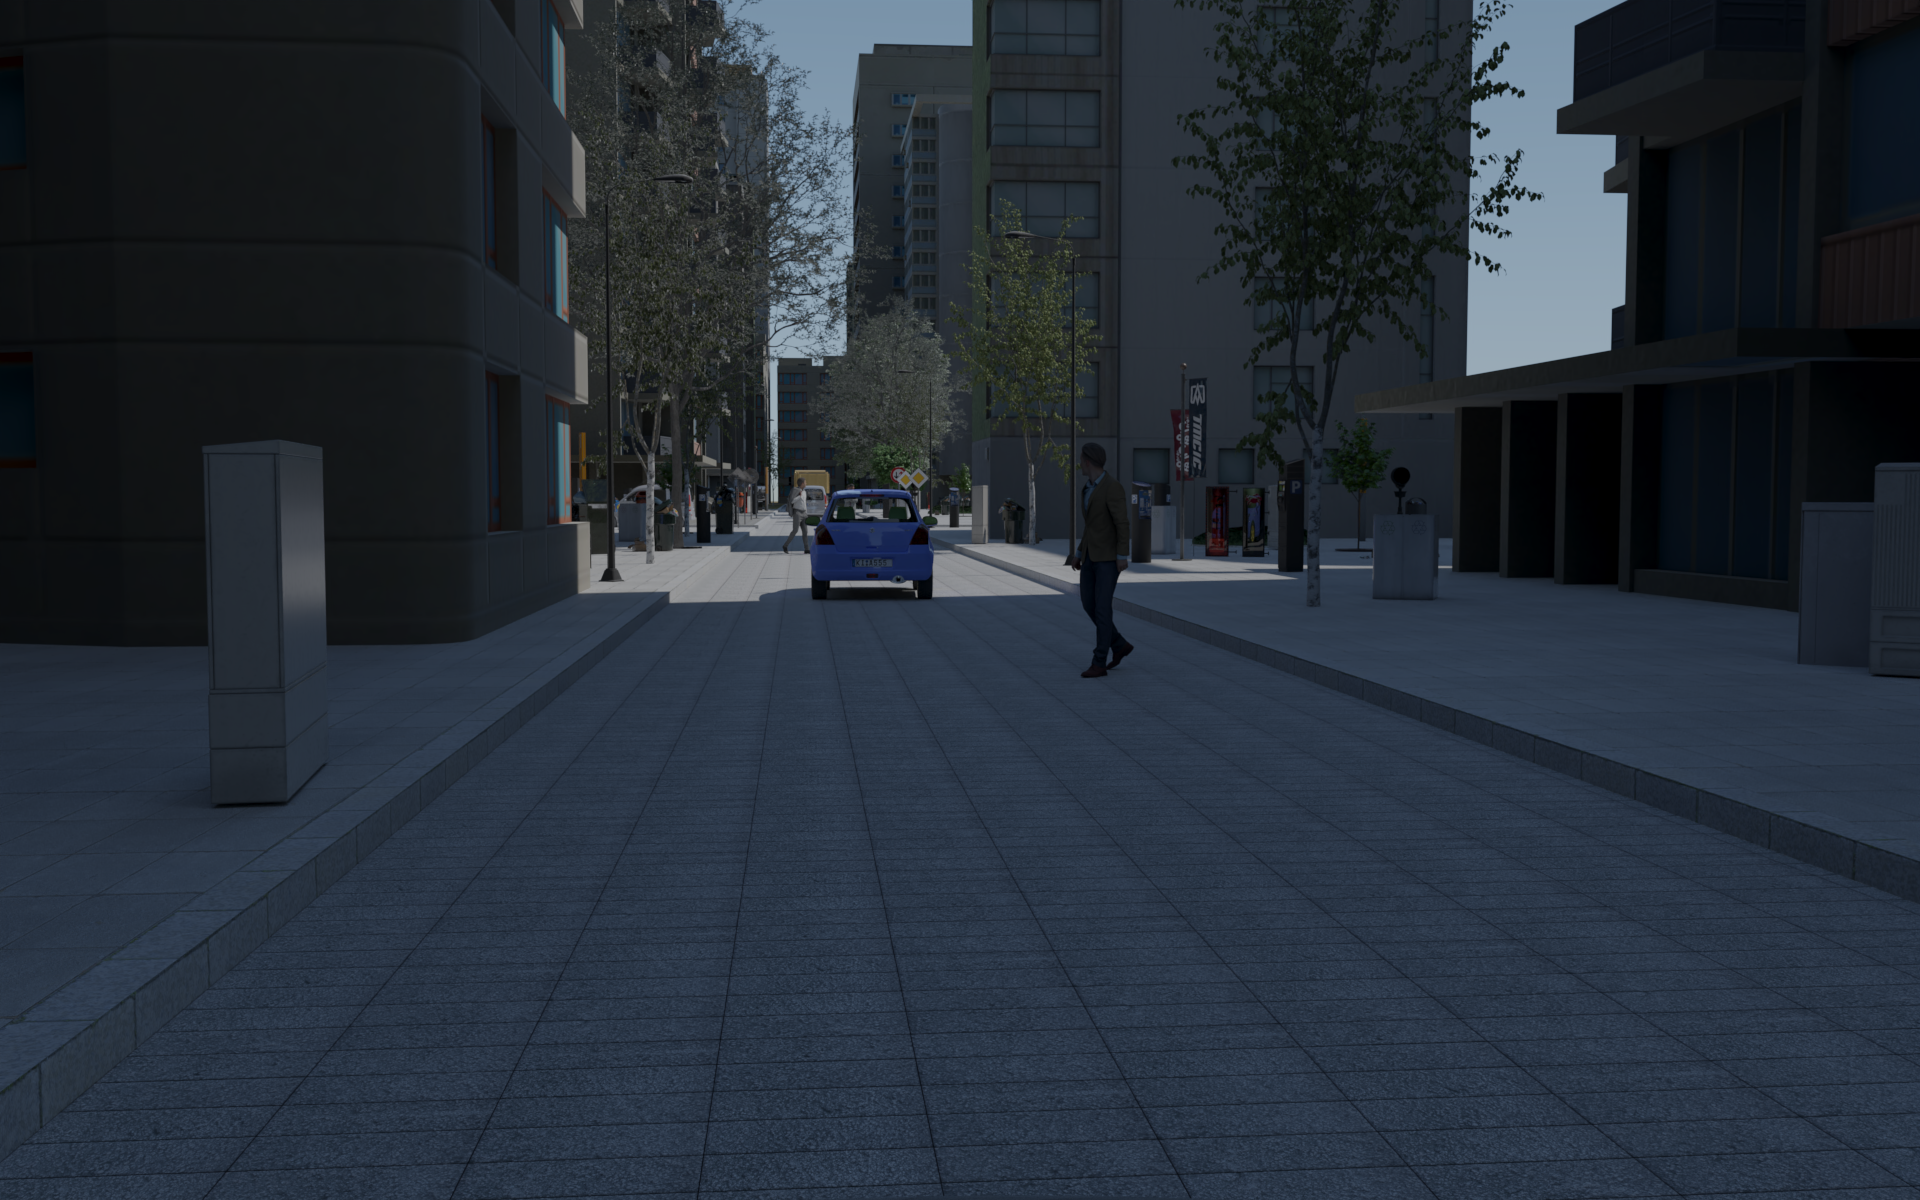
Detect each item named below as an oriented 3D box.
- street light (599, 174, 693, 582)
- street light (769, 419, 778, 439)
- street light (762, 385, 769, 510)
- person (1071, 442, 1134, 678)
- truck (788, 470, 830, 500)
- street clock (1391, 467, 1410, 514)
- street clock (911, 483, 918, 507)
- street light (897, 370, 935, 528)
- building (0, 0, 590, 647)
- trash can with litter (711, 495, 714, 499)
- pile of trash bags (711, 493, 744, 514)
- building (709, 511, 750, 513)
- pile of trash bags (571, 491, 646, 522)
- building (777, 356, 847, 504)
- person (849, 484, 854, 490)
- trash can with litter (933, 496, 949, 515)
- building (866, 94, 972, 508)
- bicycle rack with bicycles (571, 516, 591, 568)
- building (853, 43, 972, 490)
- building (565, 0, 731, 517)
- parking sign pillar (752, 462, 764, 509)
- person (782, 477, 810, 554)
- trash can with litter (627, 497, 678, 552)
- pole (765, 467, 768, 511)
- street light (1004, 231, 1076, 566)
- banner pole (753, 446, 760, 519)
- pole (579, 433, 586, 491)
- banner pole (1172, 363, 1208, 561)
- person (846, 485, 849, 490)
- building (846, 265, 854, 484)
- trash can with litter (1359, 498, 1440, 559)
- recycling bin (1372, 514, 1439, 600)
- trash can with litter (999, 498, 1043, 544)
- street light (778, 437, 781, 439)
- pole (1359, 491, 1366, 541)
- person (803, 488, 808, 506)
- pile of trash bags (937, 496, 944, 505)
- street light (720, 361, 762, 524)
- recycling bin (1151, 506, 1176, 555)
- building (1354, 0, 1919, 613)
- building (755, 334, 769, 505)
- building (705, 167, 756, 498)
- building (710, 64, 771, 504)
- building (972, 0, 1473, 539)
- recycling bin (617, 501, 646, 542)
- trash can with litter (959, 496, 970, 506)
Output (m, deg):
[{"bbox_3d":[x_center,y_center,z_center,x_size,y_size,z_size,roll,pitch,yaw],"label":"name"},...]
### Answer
[{"bbox_3d":[-4.577,-3.226,25.283,1.470,5.913,1.316,0,4,-5],"label":"street light"},{"bbox_3d":[-12.186,-8.243,107.317,1.470,5.913,1.316,0,4,-5],"label":"street light"},{"bbox_3d":[-8.957,-6.160,73.257,1.470,5.913,1.316,0,4,-5],"label":"street light"},{"bbox_3d":[1.123,-0.331,13.818,0.656,1.842,0.836,2,4,34],"label":"person"},{"bbox_3d":[-12.044,-8.802,139.836,3.469,3.379,9.791,0,4,-7],"label":"truck"},{"bbox_3d":[11.795,-2.560,46.420,0.471,2.002,0.358,0,4,-3],"label":"street clock"},{"bbox_3d":[-2.091,-4.646,80.531,0.358,2.002,0.471,-2,4,-23],"label":"street clock"},{"bbox_3d":[-1.641,-5.654,64.984,1.470,5.913,1.316,0,4,-5],"label":"street light"},{"bbox_3d":[-17.493,-9.930,7.397,27.650,21.520,28.899,0,4,-5],"label":"building"},{"bbox_3d":[-20.701,-8.027,142.633,1.055,1.170,0.624,1,4,19],"label":"trash can with litter"},{"bbox_3d":[-15.408,-6.179,110.786,3.447,1.369,1.912,1,4,16],"label":"pile of trash bags"},{"bbox_3d":[-31.479,-26.461,124.516,32.217,40.220,23.993,0,4,-5],"label":"building"},{"bbox_3d":[-11.305,-2.715,54.136,3.447,1.369,1.912,-1,4,-11],"label":"pile of trash bags"},{"bbox_3d":[-11.413,-24.622,247.616,28.899,21.520,27.650,0,4,-5],"label":"building"},{"bbox_3d":[-3.945,-3.304,62.695,0.511,1.800,0.466,-2,4,-28],"label":"person"},{"bbox_3d":[-1.103,-5.681,104.269,1.055,1.170,0.624,-1,4,-12],"label":"trash can with litter"},{"bbox_3d":[7.457,-28.782,162.462,32.217,40.220,23.993,0,4,-5],"label":"building"},{"bbox_3d":[-7.319,-0.940,28.759,2.852,0.926,2.925,0,4,-3],"label":"bicycle rack with bicycles"},{"bbox_3d":[-0.394,-34.313,184.717,21.300,48.544,21.600,0,4,-5],"label":"building"},{"bbox_3d":[-23.368,-26.559,88.860,22.147,44.769,28.867,0,4,-5],"label":"building"},{"bbox_3d":[-17.082,-9.552,144.648,1.447,3.967,1.447,0,4,4],"label":"parking sign pillar"},{"bbox_3d":[-3.878,-2.007,41.418,0.850,1.850,0.679,2,4,24],"label":"person"},{"bbox_3d":[-6.861,-1.669,38.679,1.055,1.170,0.624,-2,4,-25],"label":"trash can with litter"},{"bbox_3d":[-14.705,-8.432,131.703,0.158,3.312,0.155,0,3,0],"label":"pole"},{"bbox_3d":[1.479,-3.566,30.850,1.470,5.913,1.316,0,4,-5],"label":"street light"},{"bbox_3d":[-10.715,-6.175,90.973,0.401,3.779,0.863,0,4,-8],"label":"banner pole"},{"bbox_3d":[-12.551,-3.901,57.626,0.158,3.312,0.155,0,3,0],"label":"pole"},{"bbox_3d":[4.413,-2.632,33.050,0.401,3.779,0.863,-3,4,-38],"label":"banner pole"},{"bbox_3d":[-4.730,-3.946,73.039,0.654,1.822,0.581,-2,4,-27],"label":"person"},{"bbox_3d":[-7.238,-27.233,216.955,14.160,30.474,14.107,0,4,-5],"label":"building"},{"bbox_3d":[8.868,-1.471,35.114,2.233,1.210,1.678,-2,4,-28],"label":"trash can with litter"},{"bbox_3d":[5.487,-0.535,21.304,0.722,1.027,0.722,1,4,20],"label":"recycling bin"},{"bbox_3d":[1.576,-2.042,44.766,1.055,1.170,0.624,-2,4,-27],"label":"trash can with litter"},{"bbox_3d":[-15.360,-10.366,142.027,1.470,5.913,1.316,0,4,-5],"label":"street light"},{"bbox_3d":[10.893,-3.242,46.847,0.158,3.312,0.155,0,3,0],"label":"pole"},{"bbox_3d":[-7.420,-4.498,81.411,0.474,1.900,0.648,1,4,10],"label":"person"},{"bbox_3d":[-0.853,-8.446,147.846,1.912,1.369,3.447,1,4,16],"label":"pile of trash bags"},{"bbox_3d":[-7.717,-5.348,59.978,1.470,5.913,1.316,0,4,-5],"label":"street light"},{"bbox_3d":[4.176,-1.500,37.079,0.722,1.027,0.722,2,4,27],"label":"recycling bin"},{"bbox_3d":[18.880,-22.086,15.731,22.147,44.769,28.867,0,4,-5],"label":"building"},{"bbox_3d":[-37.860,-22.221,208.348,28.899,21.520,27.650,0,4,-5],"label":"building"},{"bbox_3d":[-25.601,-23.455,155.198,14.160,30.474,14.107,0,4,-5],"label":"building"},{"bbox_3d":[-40.520,-42.698,240.118,28.212,58.520,21.231,0,4,-5],"label":"building"},{"bbox_3d":[7.208,-22.727,55.177,14.154,41.232,14.086,0,4,-5],"label":"building"},{"bbox_3d":[-8.787,-2.103,46.940,0.722,1.027,0.722,1,4,15],"label":"recycling bin"},{"bbox_3d":[0.192,-7.392,132.239,1.055,1.170,0.624,-1,4,-14],"label":"trash can with litter"}]
